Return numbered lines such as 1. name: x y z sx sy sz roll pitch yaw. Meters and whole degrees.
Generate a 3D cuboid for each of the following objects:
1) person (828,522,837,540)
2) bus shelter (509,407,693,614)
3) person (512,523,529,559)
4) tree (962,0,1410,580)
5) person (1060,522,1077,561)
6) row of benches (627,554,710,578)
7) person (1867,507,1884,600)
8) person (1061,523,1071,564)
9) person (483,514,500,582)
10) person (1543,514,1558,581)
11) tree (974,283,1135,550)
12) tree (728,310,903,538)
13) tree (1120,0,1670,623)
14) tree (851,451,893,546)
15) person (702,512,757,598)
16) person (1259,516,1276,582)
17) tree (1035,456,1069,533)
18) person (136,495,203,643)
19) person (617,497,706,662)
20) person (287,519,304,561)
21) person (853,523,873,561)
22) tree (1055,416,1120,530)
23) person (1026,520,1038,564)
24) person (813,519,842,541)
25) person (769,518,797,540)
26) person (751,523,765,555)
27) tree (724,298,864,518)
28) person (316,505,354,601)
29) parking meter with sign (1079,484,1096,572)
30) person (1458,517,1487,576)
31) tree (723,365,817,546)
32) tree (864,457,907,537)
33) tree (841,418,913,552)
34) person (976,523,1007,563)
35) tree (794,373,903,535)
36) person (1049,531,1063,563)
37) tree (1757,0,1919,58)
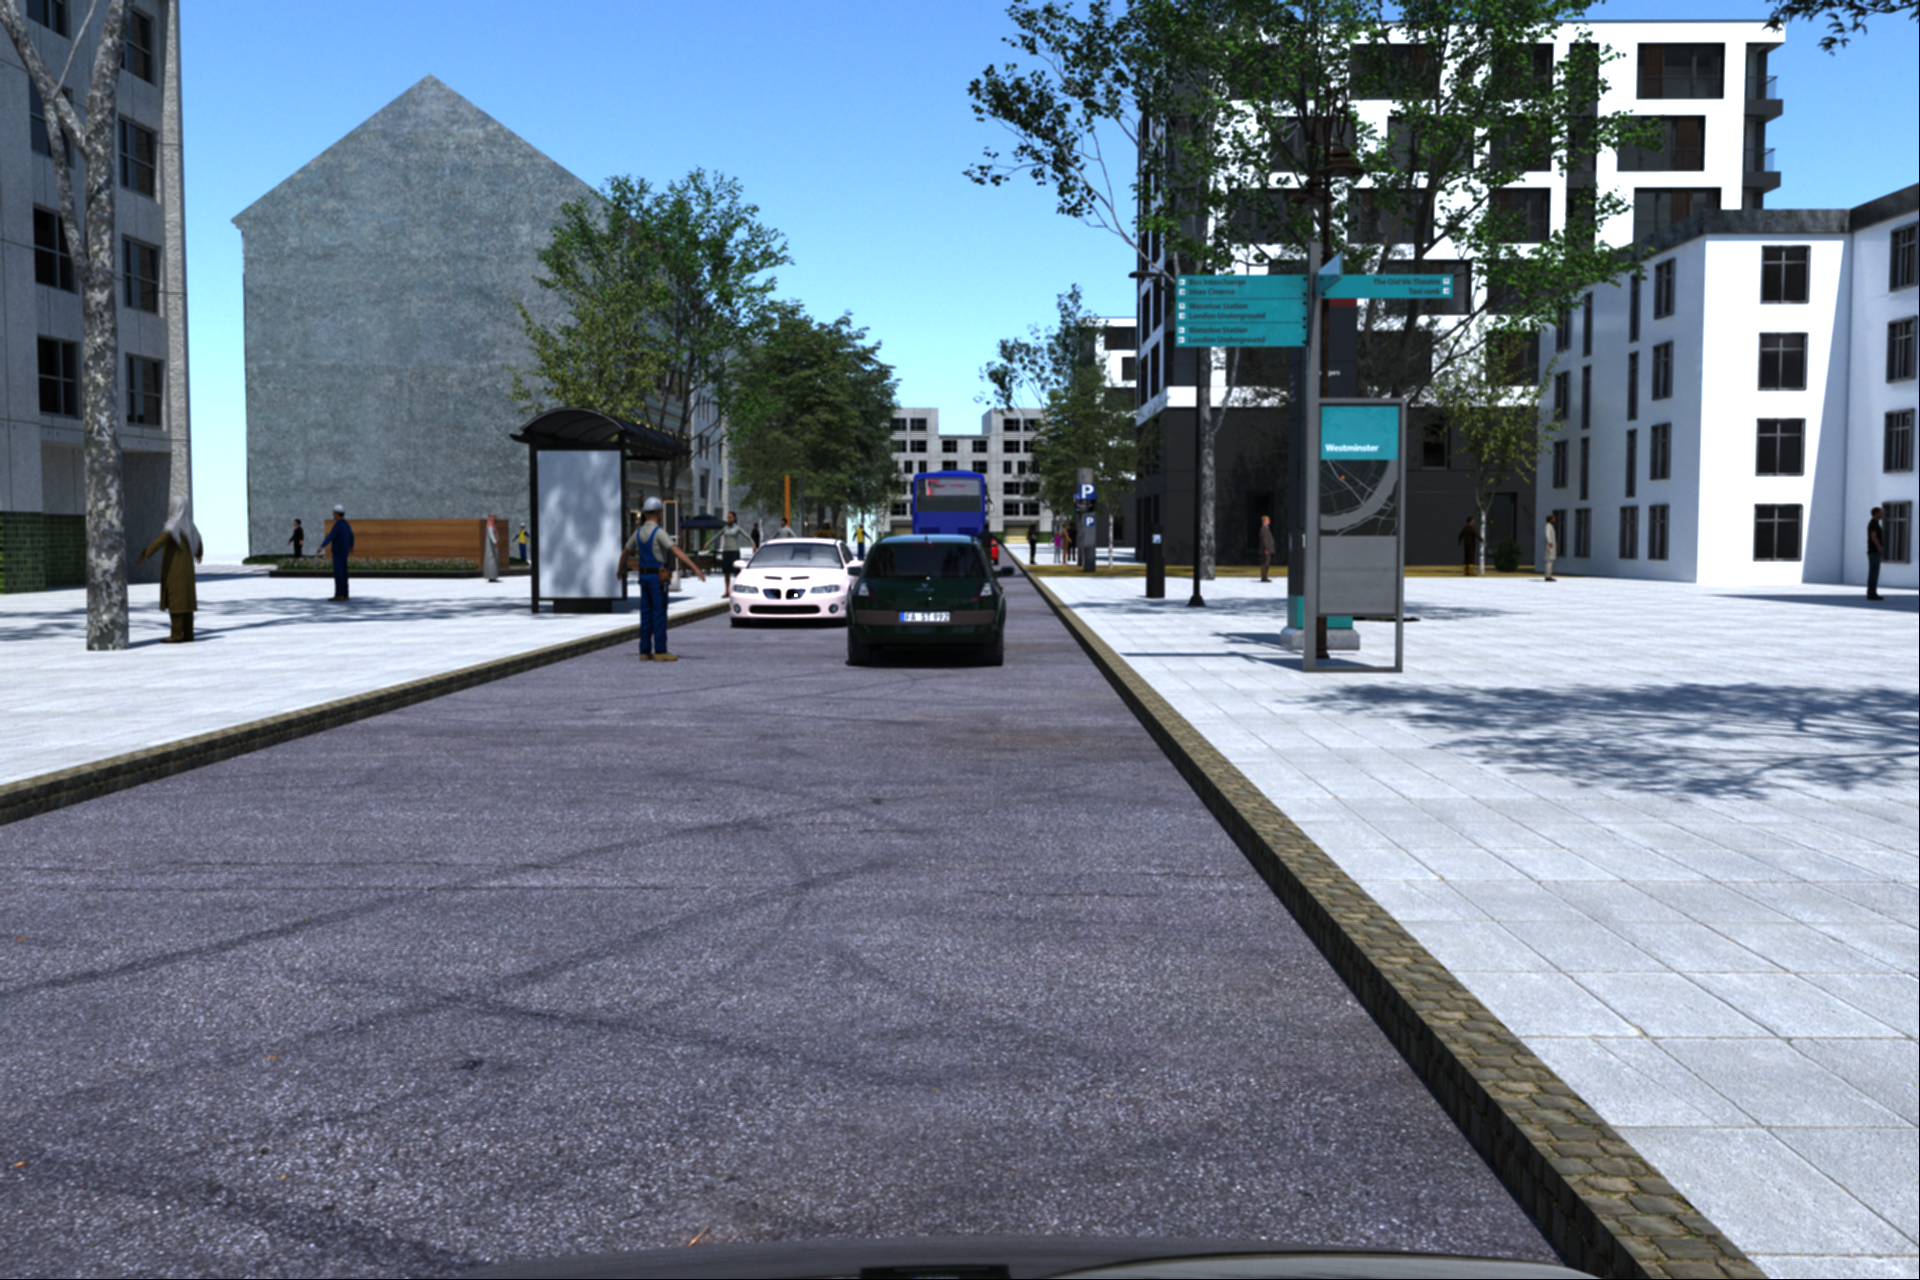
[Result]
1. person: -5.666 -4.238 75.424 0.705 1.813 1.348 -2 4 -32
2. bus shelter: -6.130 -2.228 30.350 2.014 3.302 5.546 0 4 1
3. person: -19.313 -4.267 76.236 1.216 1.772 0.721 3 5 41
4. tree: 5.764 -11.686 46.953 12.611 20.169 13.585 0 3 0
5. person: 5.268 -4.633 81.684 1.347 1.837 0.705 1 4 11
6. row of benches: -8.846 -2.254 52.310 1.422 0.672 4.104 1 4 22
7. person: 17.888 -1.687 33.799 0.705 1.803 1.348 2 4 27
8. person: 4.531 -4.067 73.298 0.721 1.733 1.217 -1 4 -9
9. person: -12.422 -2.443 46.089 0.704 1.811 1.347 -1 4 -18
10. person: 16.054 -2.506 47.059 0.704 1.819 1.344 2 4 25
11. tree: 7.384 -16.978 133.482 12.611 20.169 13.585 0 3 0
12. tree: -7.981 -11.702 97.990 9.857 13.997 8.962 0 3 0
13. tree: 6.107 -6.077 25.120 9.928 11.665 9.643 0 3 0
14. tree: -7.190 -11.653 140.891 4.360 8.622 3.978 0 3 0
15. person: -4.613 -1.707 34.740 1.217 1.735 0.721 1 4 19
16. person: 8.222 -2.430 46.321 0.434 1.755 0.990 1 4 14
17. tree: 8.198 -12.335 152.039 4.360 8.622 3.978 0 3 0
18. person: -9.305 -0.837 20.455 0.721 1.736 1.217 0 4 8
19. person: -3.435 -0.687 19.543 1.347 1.847 0.705 2 4 35
20. person: -23.218 -3.331 60.652 0.705 1.806 1.347 -3 5 -39
21. person: -4.719 -4.715 83.052 1.349 1.833 0.705 3 5 43
22. tree: 7.380 -9.671 108.482 4.360 8.622 3.978 0 3 0
23. person: 3.109 -4.122 73.176 0.705 1.856 1.354 0 4 -2
24. person: -5.194 -3.763 67.297 1.354 1.858 0.705 -2 4 -30
25. person: -5.798 -3.102 56.899 1.347 1.806 0.705 2 4 31
26. person: -9.453 -4.545 80.534 0.704 1.802 1.346 -2 4 -31
27. tree: -8.120 -10.132 83.785 7.486 12.596 7.792 0 3 0
28. person: -11.932 -1.675 33.262 0.705 1.842 1.347 0 4 7
29. parking meter with sign: 4.380 -3.837 58.996 0.543 3.016 1.738 0 4 1
30. person: 15.664 -2.875 53.144 0.704 1.812 1.346 -1 4 -21
31. tree: -8.750 -7.657 75.558 4.360 8.622 3.978 0 3 0
32. tree: -6.781 -12.390 152.940 4.737 8.622 4.395 0 3 0
33. tree: -7.096 -11.464 121.842 8.767 10.594 7.601 3 5 39
34. person: 0.884 -2.993 57.669 1.348 1.796 0.705 1 4 17
35. tree: -7.737 -11.207 108.989 9.928 11.665 9.643 0 3 0
36. person: 4.307 -4.081 75.983 0.991 1.433 0.599 -2 4 -27
37. tree: 6.227 -4.453 7.220 8.767 10.594 7.601 3 5 41
